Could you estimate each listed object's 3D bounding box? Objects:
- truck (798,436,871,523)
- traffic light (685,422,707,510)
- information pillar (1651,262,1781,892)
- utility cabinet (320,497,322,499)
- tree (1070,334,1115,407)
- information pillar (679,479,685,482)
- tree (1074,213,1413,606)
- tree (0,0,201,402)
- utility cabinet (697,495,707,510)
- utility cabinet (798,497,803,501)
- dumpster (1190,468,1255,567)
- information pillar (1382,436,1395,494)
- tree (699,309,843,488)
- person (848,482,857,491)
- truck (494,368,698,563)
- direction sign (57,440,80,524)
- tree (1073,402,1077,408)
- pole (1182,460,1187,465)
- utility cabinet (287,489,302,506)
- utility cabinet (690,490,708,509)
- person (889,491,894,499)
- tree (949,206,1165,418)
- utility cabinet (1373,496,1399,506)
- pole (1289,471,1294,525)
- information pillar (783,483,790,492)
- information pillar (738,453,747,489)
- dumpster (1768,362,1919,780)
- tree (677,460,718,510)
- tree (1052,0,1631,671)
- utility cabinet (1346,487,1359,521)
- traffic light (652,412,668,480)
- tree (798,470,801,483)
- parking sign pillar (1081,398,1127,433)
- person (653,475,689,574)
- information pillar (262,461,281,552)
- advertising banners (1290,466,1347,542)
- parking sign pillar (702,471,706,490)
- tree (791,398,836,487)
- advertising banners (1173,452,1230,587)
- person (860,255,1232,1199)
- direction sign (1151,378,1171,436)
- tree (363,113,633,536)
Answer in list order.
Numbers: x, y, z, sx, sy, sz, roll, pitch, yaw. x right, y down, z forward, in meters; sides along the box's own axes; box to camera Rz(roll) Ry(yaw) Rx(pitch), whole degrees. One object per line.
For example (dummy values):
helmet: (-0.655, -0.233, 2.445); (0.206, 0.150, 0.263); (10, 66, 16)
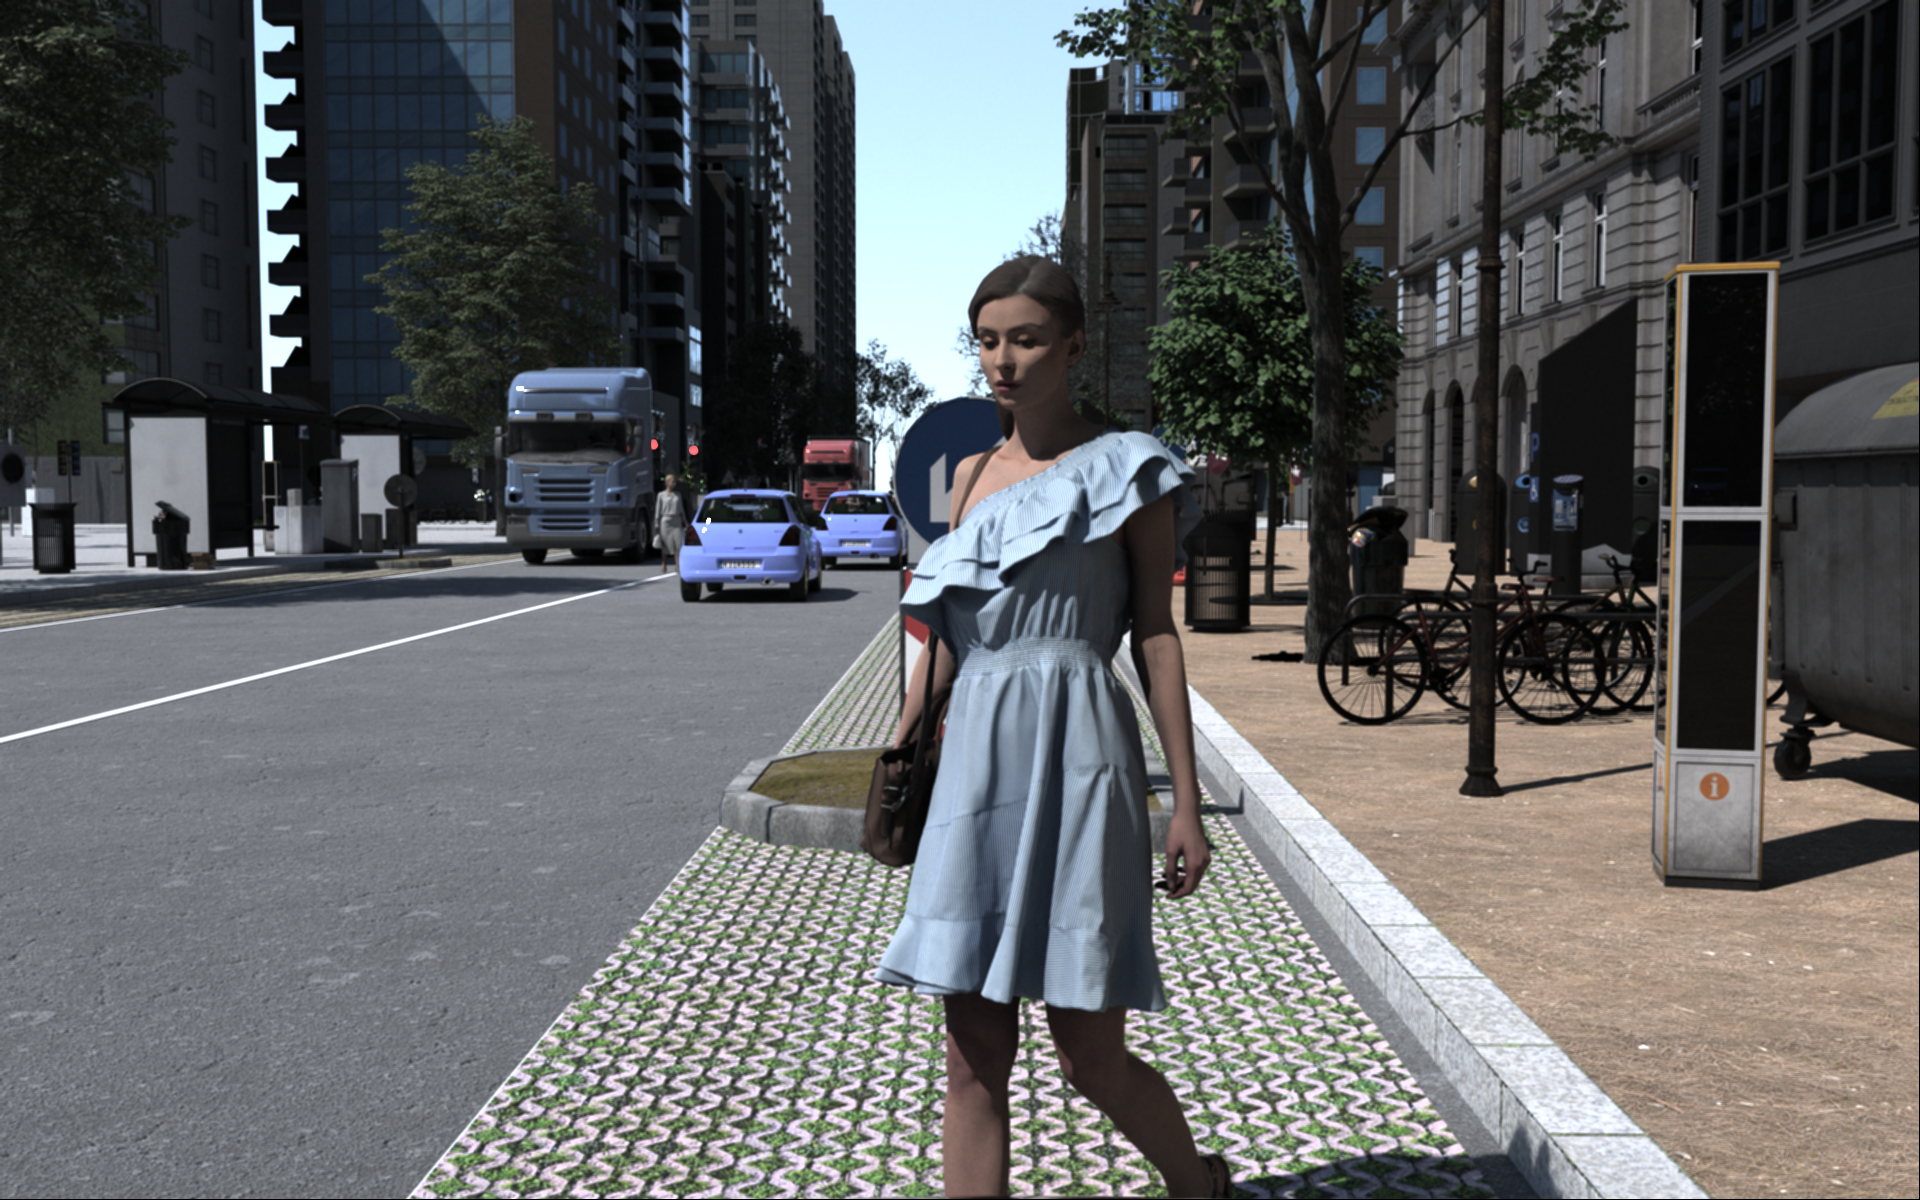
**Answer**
truck: (-6.049, -5.905, 85.454); (2.839, 4.237, 11.283); (0, 4, 1)
traffic light: (-10.308, -4.809, 67.550); (0.839, 4.253, 0.868); (0, 4, 1)
information pillar: (2.475, -0.074, 5.698); (0.304, 2.012, 0.304); (1, 4, 14)
utility cabinet: (-19.650, -2.631, 54.177); (0.306, 1.237, 1.020); (2, 4, 27)
tree: (5.514, -11.238, 101.870); (7.486, 12.596, 7.792); (0, 3, 0)
information pillar: (-15.261, -5.518, 94.703); (0.304, 2.012, 0.304); (2, 4, 26)
tree: (3.643, -2.241, 20.354); (4.285, 4.588, 4.351); (0, 3, 0)
tree: (-13.689, -6.383, 22.493); (7.486, 12.596, 7.792); (0, 3, 0)
utility cabinet: (-12.027, -4.371, 82.634); (1.020, 1.237, 0.306); (0, 4, 7)
utility cabinet: (-12.673, -7.561, 134.791); (0.306, 1.237, 1.020); (3, 4, 36)
dumpster: (4.306, -1.452, 29.499); (1.264, 1.857, 1.865); (0, 4, 1)
information pillar: (17.338, -4.809, 69.980); (0.504, 3.616, 0.183); (2, 4, 26)
tree: (-11.763, -11.637, 107.267); (9.611, 12.733, 9.660); (0, 3, 0)
person: (-3.110, -2.457, 49.015); (0.374, 1.781, 0.599); (-3, 5, -40)
truck: (-7.625, -3.242, 42.769); (2.967, 4.110, 18.799); (0, 4, 1)
direction sign: (-37.644, -4.968, 73.223); (0.379, 3.537, 0.876); (3, 5, 43)
tree: (4.107, -8.214, 84.665); (4.360, 8.622, 3.978); (0, 3, 0)
pole: (7.048, -3.710, 54.497); (0.158, 3.312, 0.155); (0, 3, 0)
utility cabinet: (-28.984, -4.082, 75.425); (0.318, 1.500, 1.173); (-3, 4, -36)
utility cabinet: (-14.120, -5.149, 92.872); (1.173, 1.500, 0.318); (-3, 4, -36)
person: (-7.169, -10.491, 180.709); (0.721, 1.739, 1.217); (-2, 4, -25)
tree: (4.486, -10.071, 75.034); (12.009, 13.543, 11.850); (0, 3, 0)
utility cabinet: (13.436, -2.637, 54.272); (0.306, 1.237, 1.020); (-3, 5, -40)
pole: (13.665, -4.735, 71.258); (0.158, 3.312, 0.155); (0, 3, 0)
information pillar: (-11.523, -6.764, 115.083); (0.304, 2.012, 0.304); (3, 5, 40)
information pillar: (-12.476, -6.607, 99.384); (0.504, 3.616, 0.183); (-1, 4, -11)
dumpster: (4.227, -0.076, 7.009); (1.264, 1.857, 1.865); (0, 4, 1)
tree: (-12.976, -5.480, 84.203); (1.663, 3.219, 1.824); (0, 3, 0)
tree: (2.653, -5.329, 12.886); (9.928, 11.665, 9.643); (0, 3, 0)
utility cabinet: (12.023, -2.820, 54.788); (1.173, 1.500, 0.318); (-1, 4, -22)
traffic light: (-10.475, -4.321, 59.566); (0.839, 4.253, 0.868); (0, 4, 1)
tree: (-11.362, -9.478, 138.673); (4.285, 4.588, 4.351); (0, 3, 0)
parking sign pillar: (4.063, -3.677, 48.590); (1.447, 3.967, 1.447); (-1, 4, -9)
person: (-5.193, -1.370, 31.254); (0.694, 1.780, 0.624); (-1, 4, -13)
information pillar: (-15.365, -2.093, 38.712); (0.304, 2.012, 0.304); (0, 4, -4)
advertising banners: (9.452, -3.042, 45.926); (0.090, 3.025, 2.074); (-3, 4, -36)
parking sign pillar: (-21.399, -9.355, 141.430); (1.447, 3.967, 1.447); (-3, 5, -40)
tree: (-11.128, -10.878, 128.212); (4.737, 8.622, 4.395); (0, 3, 0)
advertising banners: (2.993, -1.705, 24.063); (2.074, 3.025, 0.090); (3, 5, 41)
person: (0.130, 0.349, 2.889); (0.778, 1.811, 0.616); (-3, 5, -44)
direction sign: (3.669, -2.384, 30.972); (0.379, 3.537, 0.876); (3, 5, 40)
tree: (-13.746, -8.179, 51.862); (7.486, 12.596, 7.792); (0, 3, 0)
